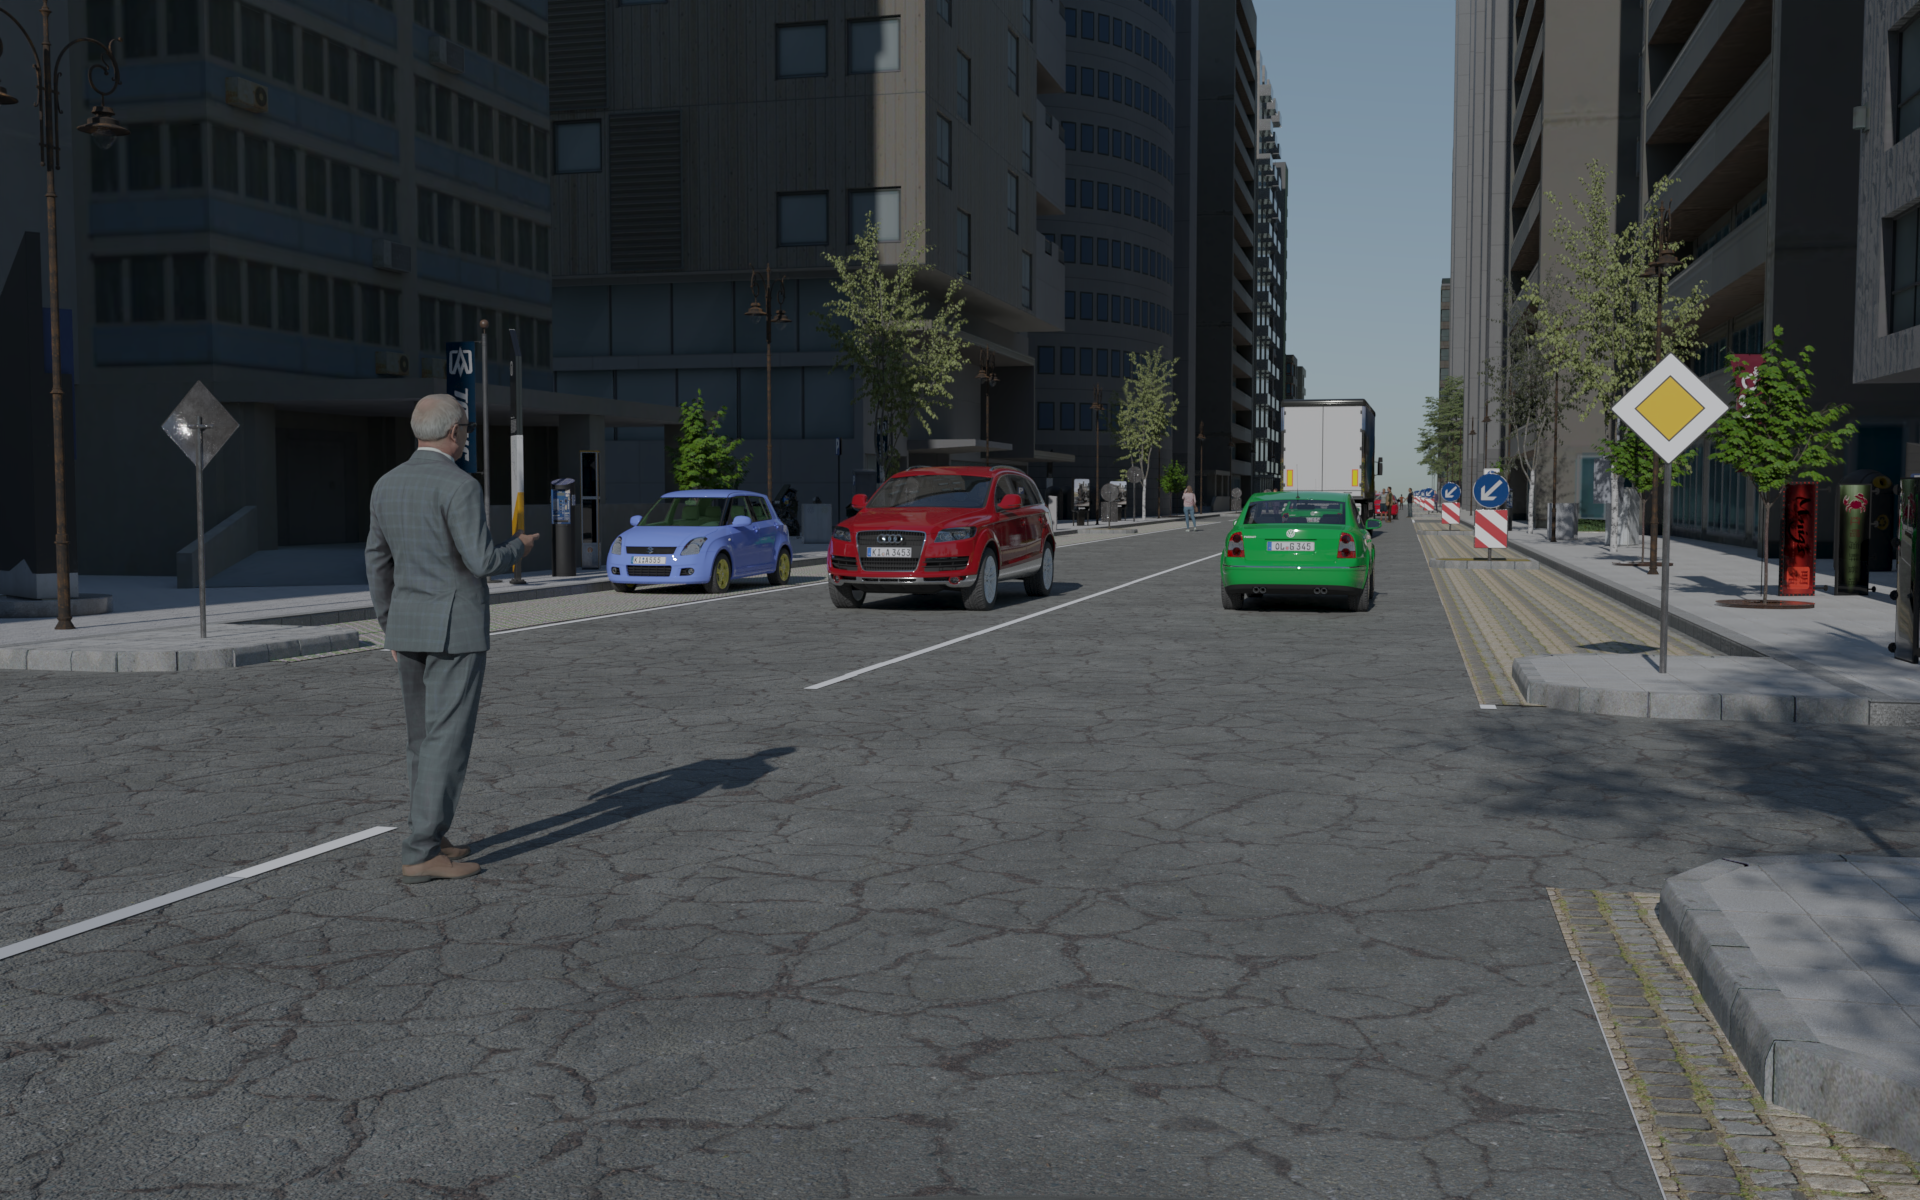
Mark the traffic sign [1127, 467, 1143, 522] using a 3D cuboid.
[{"bbox_3d":[8.058,-4.891,80.077,0.768,2.556,0.104,2,4,24],"label":"traffic sign"}]

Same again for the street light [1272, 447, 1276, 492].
[{"bbox_3d":[30.897,-12.109,170.770,0.468,5.910,1.993,1,4,14],"label":"street light"}]

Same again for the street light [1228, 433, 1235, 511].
[{"bbox_3d":[20.007,-9.495,128.024,0.468,5.910,1.993,1,4,14],"label":"street light"}]

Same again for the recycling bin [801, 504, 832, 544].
[{"bbox_3d":[-3.727,-1.984,44.992,0.722,1.027,0.722,-1,4,-10],"label":"recycling bin"}]

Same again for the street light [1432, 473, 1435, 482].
[{"bbox_3d":[55.510,-13.980,201.367,0.468,5.910,1.993,1,4,14],"label":"street light"}]

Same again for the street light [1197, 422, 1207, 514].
[{"bbox_3d":[15.259,-8.359,109.457,0.468,5.910,1.993,1,4,14],"label":"street light"}]

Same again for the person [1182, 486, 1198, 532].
[{"bbox_3d":[8.825,-3.496,66.246,0.593,1.750,0.643,0,4,-2],"label":"person"}]

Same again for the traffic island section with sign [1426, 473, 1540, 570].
[{"bbox_3d":[10.186,-1.535,33.732,1.989,1.847,2.006,1,4,14],"label":"traffic island section with sign"}]

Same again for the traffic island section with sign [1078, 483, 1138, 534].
[{"bbox_3d":[5.426,-3.331,63.093,1.989,1.847,2.006,1,4,14],"label":"traffic island section with sign"}]

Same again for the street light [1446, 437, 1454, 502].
[{"bbox_3d":[39.744,-10.208,139.689,0.468,5.910,1.993,1,4,14],"label":"street light"}]

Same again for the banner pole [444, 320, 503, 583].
[{"bbox_3d":[-7.050,-2.141,25.029,0.863,3.779,0.401,1,4,15],"label":"banner pole"}]

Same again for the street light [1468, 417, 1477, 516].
[{"bbox_3d":[30.262,-7.926,102.377,0.468,5.910,1.993,1,4,14],"label":"street light"}]

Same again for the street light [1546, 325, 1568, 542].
[{"bbox_3d":[15.870,-4.486,46.136,0.468,5.910,1.993,1,4,14],"label":"street light"}]

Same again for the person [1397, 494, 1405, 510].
[{"bbox_3d":[40.028,-8.887,157.054,1.065,1.426,0.557,0,4,-1],"label":"person"}]

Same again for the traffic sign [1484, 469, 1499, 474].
[{"bbox_3d":[21.423,-4.142,69.849,0.606,2.300,0.079,2,4,23],"label":"traffic sign"}]

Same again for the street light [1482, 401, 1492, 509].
[{"bbox_3d":[25.582,-6.817,84.247,0.468,5.910,1.993,1,4,14],"label":"street light"}]

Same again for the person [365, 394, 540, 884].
[{"bbox_3d":[-1.914,0.129,6.571,0.661,1.801,0.590,2,4,33],"label":"person"}]

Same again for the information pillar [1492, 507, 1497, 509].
[{"bbox_3d":[25.214,-4.733,81.879,0.304,2.012,0.304,0,4,6],"label":"information pillar"}]

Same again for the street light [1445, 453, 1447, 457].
[{"bbox_3d":[44.528,-11.343,158.247,0.468,5.910,1.993,1,4,14],"label":"street light"}]

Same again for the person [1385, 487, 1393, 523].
[{"bbox_3d":[21.588,-4.808,87.208,0.705,1.812,1.348,1,4,11],"label":"person"}]

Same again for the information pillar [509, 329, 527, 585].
[{"bbox_3d":[-6.278,-2.030,24.541,0.183,3.616,0.504,-2,4,-24],"label":"information pillar"}]

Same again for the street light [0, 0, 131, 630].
[{"bbox_3d":[-8.502,-2.660,16.273,0.468,5.910,1.993,1,4,14],"label":"street light"}]

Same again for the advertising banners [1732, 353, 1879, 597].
[{"bbox_3d":[10.541,-1.559,21.675,2.074,3.025,0.090,-1,4,-8],"label":"advertising banners"}]

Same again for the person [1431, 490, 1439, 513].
[{"bbox_3d":[35.807,-7.414,130.638,0.541,1.710,0.530,2,4,33],"label":"person"}]

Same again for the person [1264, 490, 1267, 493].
[{"bbox_3d":[22.708,-7.284,128.531,0.756,1.711,0.436,-2,4,-27],"label":"person"}]

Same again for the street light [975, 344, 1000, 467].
[{"bbox_3d":[0.850,-4.933,53.444,0.468,5.910,1.993,1,4,14],"label":"street light"}]

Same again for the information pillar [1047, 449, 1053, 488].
[{"bbox_3d":[4.654,-6.019,89.759,0.183,3.616,0.504,2,4,34],"label":"information pillar"}]

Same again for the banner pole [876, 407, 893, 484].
[{"bbox_3d":[-2.123,-3.655,49.775,0.863,3.779,0.401,3,5,43],"label":"banner pole"}]

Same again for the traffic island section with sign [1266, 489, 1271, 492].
[{"bbox_3d":[24.548,-7.910,137.954,1.989,1.847,2.006,1,4,14],"label":"traffic island section with sign"}]

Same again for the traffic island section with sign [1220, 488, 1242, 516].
[{"bbox_3d":[17.884,-6.312,111.832,1.989,1.847,2.006,1,4,14],"label":"traffic island section with sign"}]

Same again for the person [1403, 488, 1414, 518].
[{"bbox_3d":[27.170,-5.881,104.666,0.705,1.822,1.348,-1,4,-10],"label":"person"}]

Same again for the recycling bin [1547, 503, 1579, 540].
[{"bbox_3d":[16.901,-2.202,48.563,0.722,1.027,0.722,2,4,29],"label":"recycling bin"}]

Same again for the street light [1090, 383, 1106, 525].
[{"bbox_3d":[5.731,-6.075,72.115,0.468,5.910,1.993,1,4,14],"label":"street light"}]

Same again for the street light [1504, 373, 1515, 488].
[{"bbox_3d":[20.767,-5.670,65.491,0.468,5.910,1.993,1,4,14],"label":"street light"}]

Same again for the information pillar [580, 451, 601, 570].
[{"bbox_3d":[-6.266,-1.523,29.386,0.304,2.012,0.304,0,4,-4],"label":"information pillar"}]

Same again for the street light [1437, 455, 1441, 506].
[{"bbox_3d":[50.522,-12.801,182.091,0.468,5.910,1.993,1,4,14],"label":"street light"}]

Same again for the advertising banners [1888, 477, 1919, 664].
[{"bbox_3d":[7.108,-0.996,12.478,0.090,3.025,2.074,1,4,12],"label":"advertising banners"}]

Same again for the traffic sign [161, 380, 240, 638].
[{"bbox_3d":[-6.731,-0.716,15.355,0.795,2.450,0.064,1,4,14],"label":"traffic sign"}]

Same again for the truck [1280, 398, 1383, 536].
[{"bbox_3d":[12.181,-4.133,56.485,2.839,4.237,11.283,1,4,15],"label":"truck"}]

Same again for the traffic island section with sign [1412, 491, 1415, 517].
[{"bbox_3d":[29.457,-6.152,109.210,1.989,1.847,2.006,1,4,14],"label":"traffic island section with sign"}]

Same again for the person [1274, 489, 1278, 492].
[{"bbox_3d":[16.234,-4.861,88.902,0.541,1.710,0.530,-1,4,-21],"label":"person"}]

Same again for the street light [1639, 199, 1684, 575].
[{"bbox_3d":[11.059,-3.344,27.457,0.468,5.910,1.993,1,4,14],"label":"street light"}]

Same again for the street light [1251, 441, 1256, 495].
[{"bbox_3d":[24.939,-10.686,147.502,0.468,5.910,1.993,1,4,14],"label":"street light"}]

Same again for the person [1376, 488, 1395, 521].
[{"bbox_3d":[22.431,-5.044,91.762,1.217,1.735,0.721,2,4,26],"label":"person"}]

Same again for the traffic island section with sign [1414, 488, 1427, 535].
[{"bbox_3d":[17.071,-3.186,60.724,1.989,1.847,2.006,1,4,14],"label":"traffic island section with sign"}]

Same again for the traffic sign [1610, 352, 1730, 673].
[{"bbox_3d":[5.031,-0.532,12.340,0.795,2.450,0.064,1,4,14],"label":"traffic sign"}]

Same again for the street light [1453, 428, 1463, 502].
[{"bbox_3d":[34.919,-9.063,120.968,0.468,5.910,1.993,1,4,14],"label":"street light"}]

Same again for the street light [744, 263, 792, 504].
[{"bbox_3d":[-3.839,-3.797,34.861,0.468,5.910,1.993,1,4,14],"label":"street light"}]

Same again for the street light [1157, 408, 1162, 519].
[{"bbox_3d":[10.414,-7.199,90.490,0.468,5.910,1.993,1,4,14],"label":"street light"}]
